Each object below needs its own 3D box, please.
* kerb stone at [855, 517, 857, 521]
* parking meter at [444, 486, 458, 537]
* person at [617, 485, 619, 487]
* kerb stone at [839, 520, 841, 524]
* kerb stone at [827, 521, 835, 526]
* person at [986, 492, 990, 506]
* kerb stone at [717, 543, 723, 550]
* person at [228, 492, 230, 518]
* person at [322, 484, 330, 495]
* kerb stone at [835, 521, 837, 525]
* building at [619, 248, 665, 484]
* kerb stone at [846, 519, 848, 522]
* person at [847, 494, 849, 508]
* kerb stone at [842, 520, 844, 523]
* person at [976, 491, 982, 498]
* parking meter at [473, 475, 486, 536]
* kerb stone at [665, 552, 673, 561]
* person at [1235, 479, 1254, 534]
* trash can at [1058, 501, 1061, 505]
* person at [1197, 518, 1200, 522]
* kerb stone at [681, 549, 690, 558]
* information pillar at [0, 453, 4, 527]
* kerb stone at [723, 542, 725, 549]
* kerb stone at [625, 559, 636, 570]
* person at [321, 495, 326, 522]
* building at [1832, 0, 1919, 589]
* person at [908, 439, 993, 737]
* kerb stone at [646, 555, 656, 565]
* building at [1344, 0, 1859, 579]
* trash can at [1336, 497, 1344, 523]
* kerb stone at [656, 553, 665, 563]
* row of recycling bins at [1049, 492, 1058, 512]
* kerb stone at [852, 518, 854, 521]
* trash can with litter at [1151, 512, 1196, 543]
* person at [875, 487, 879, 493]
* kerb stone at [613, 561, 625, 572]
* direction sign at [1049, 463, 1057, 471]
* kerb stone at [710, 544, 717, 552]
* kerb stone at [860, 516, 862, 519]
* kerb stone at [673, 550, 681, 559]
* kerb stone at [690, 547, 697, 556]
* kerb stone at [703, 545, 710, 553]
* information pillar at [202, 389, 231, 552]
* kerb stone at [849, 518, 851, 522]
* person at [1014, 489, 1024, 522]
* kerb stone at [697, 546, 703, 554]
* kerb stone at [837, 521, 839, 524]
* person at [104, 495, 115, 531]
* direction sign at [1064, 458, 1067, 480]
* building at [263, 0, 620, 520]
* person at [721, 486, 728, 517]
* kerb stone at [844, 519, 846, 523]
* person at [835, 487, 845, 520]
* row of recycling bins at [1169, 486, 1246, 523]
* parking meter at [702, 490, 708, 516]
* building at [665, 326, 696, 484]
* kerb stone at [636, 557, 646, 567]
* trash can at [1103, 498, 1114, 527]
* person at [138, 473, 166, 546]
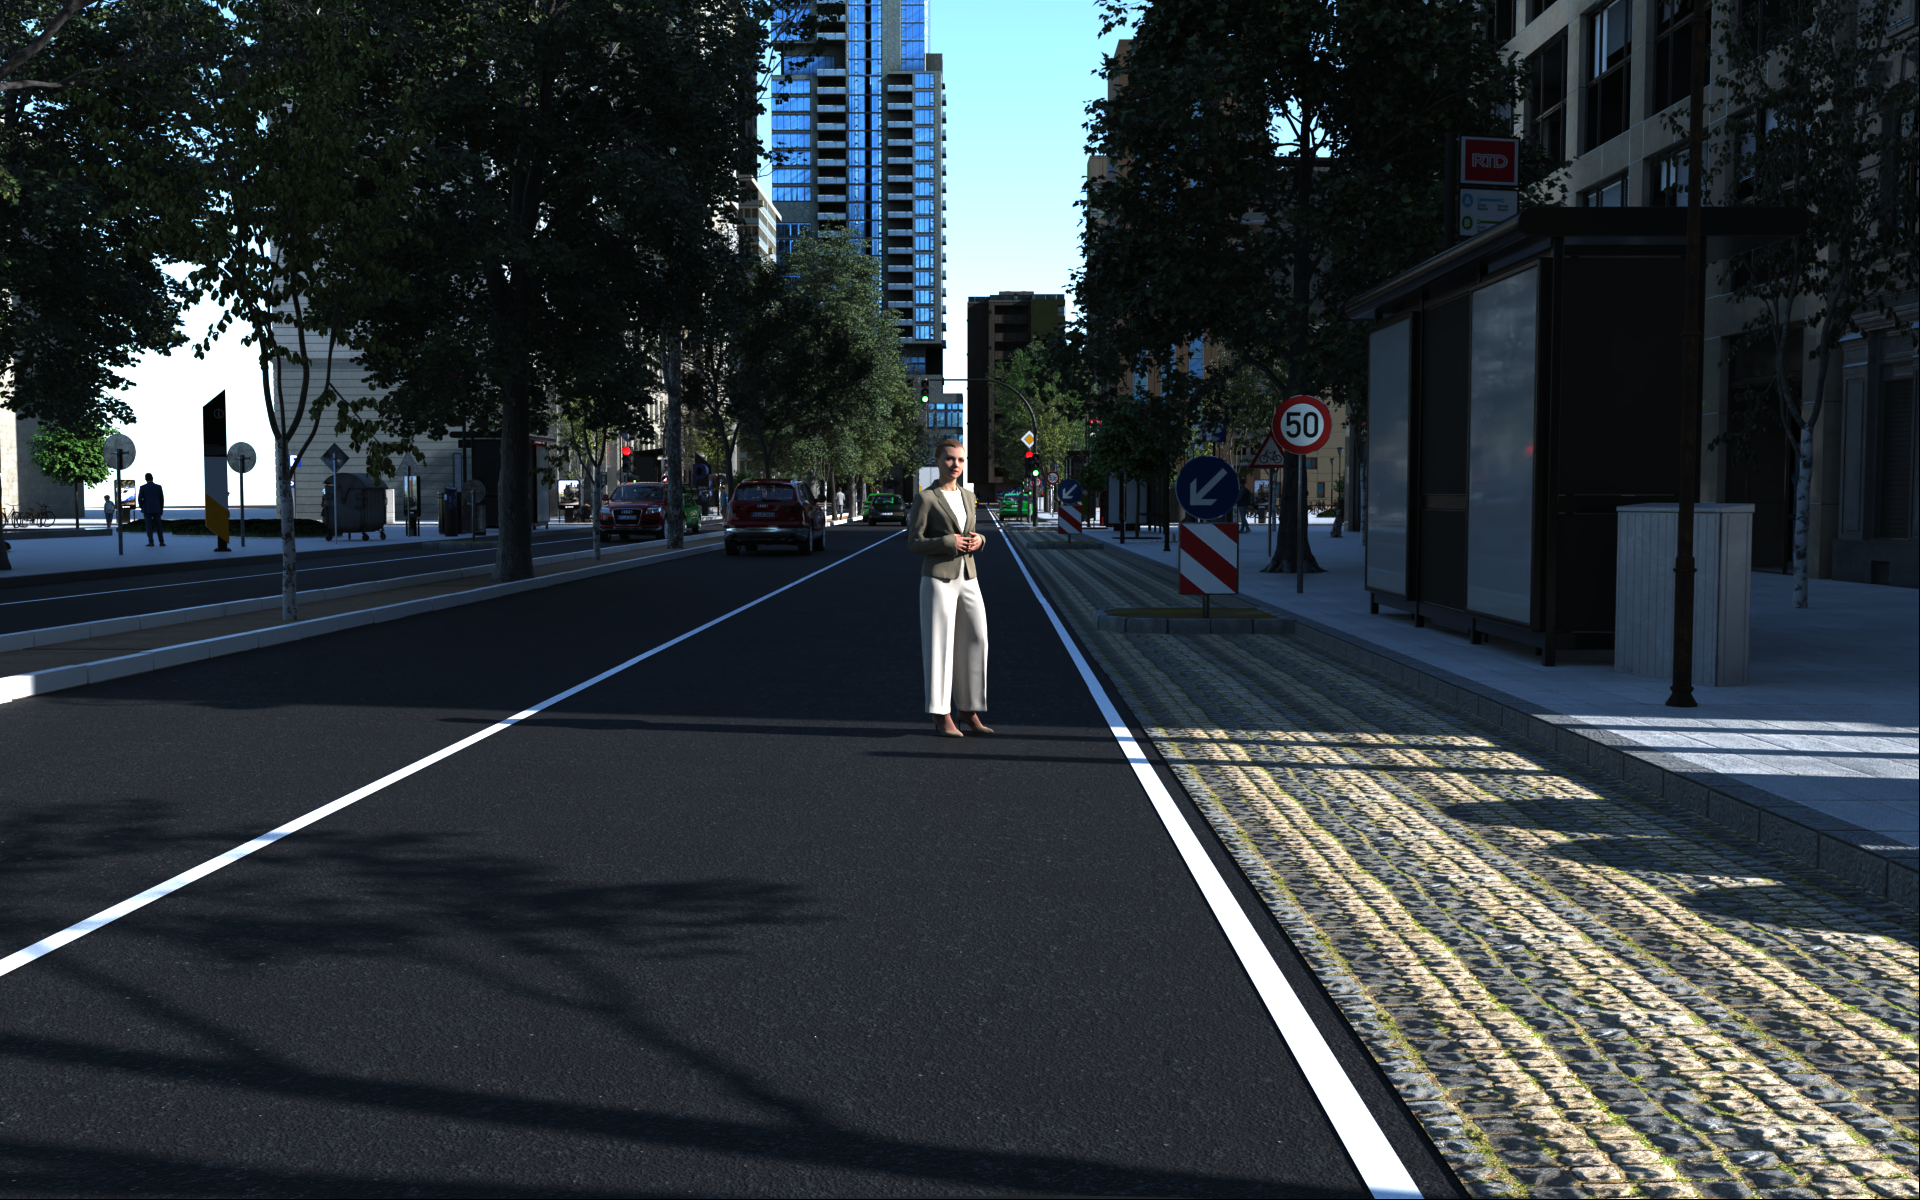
[{"bbox_3d":[-5.726,-4.269,91.986,0.120,0.150,1.000,0,4,1],"label":"kerb stone"},{"bbox_3d":[-15.393,-2.689,52.373,0.372,1.533,0.369,0,3,0],"label":"parking meter"},{"bbox_3d":[-19.457,-5.668,98.956,0.600,1.795,0.529,3,5,39],"label":"person"},{"bbox_3d":[-5.849,-3.642,81.738,0.120,0.150,1.000,0,4,1],"label":"kerb stone"},{"bbox_3d":[-5.882,-3.453,78.656,0.120,0.150,1.000,0,4,1],"label":"kerb stone"},{"bbox_3d":[3.431,-12.591,215.076,0.721,1.743,1.217,-1,4,-19],"label":"person"},{"bbox_3d":[-6.271,-1.351,44.287,0.120,0.150,1.000,0,4,1],"label":"kerb stone"},{"bbox_3d":[-28.153,-3.676,66.104,0.622,1.834,0.822,2,4,35],"label":"person"},{"bbox_3d":[-29.083,-4.504,79.771,0.616,1.811,0.778,0,4,-6],"label":"person"},{"bbox_3d":[-5.872,-3.516,79.688,0.120,0.150,1.000,0,4,1],"label":"kerb stone"},{"bbox_3d":[-27.794,-16.442,123.581,10.420,20.320,16.860,0,4,1],"label":"building"},{"bbox_3d":[-5.792,-3.892,85.827,0.120,0.150,1.000,0,4,1],"label":"kerb stone"},{"bbox_3d":[-11.050,-9.835,172.530,0.599,1.433,0.991,-1,4,-19],"label":"person"},{"bbox_3d":[-5.823,-3.767,83.783,0.120,0.150,1.000,0,4,1],"label":"kerb stone"},{"bbox_3d":[2.423,-13.427,228.058,0.705,1.821,1.348,-2,4,-33],"label":"person"},{"bbox_3d":[-14.870,-2.924,53.517,0.399,1.863,0.255,-1,4,-18],"label":"parking meter"},{"bbox_3d":[-6.350,-0.907,37.111,0.120,0.150,1.000,0,4,1],"label":"kerb stone"},{"bbox_3d":[9.190,-3.049,56.245,0.721,1.781,0.623,1,4,17],"label":"person"},{"bbox_3d":[6.845,-6.354,115.548,0.748,1.137,0.748,0,3,0],"label":"trash can"},{"bbox_3d":[9.709,-3.721,71.151,0.589,1.601,0.330,-1,4,-11],"label":"person"},{"bbox_3d":[-6.314,-1.037,39.158,0.120,0.150,1.000,0,4,1],"label":"kerb stone"},{"bbox_3d":[-37.892,-4.690,68.035,0.183,3.616,0.504,2,4,28],"label":"information pillar"},{"bbox_3d":[-6.252,-1.414,45.309,0.120,0.150,1.000,0,4,1],"label":"kerb stone"},{"bbox_3d":[-6.392,-0.662,33.015,0.120,0.150,1.000,0,4,1],"label":"kerb stone"},{"bbox_3d":[-24.531,-3.443,67.003,0.373,1.253,0.362,0,4,-8],"label":"person"},{"bbox_3d":[17.559,-10.216,16.182,9.793,20.994,18.267,0,4,1],"label":"building"},{"bbox_3d":[-0.040,-0.072,10.227,0.519,1.759,0.362,-3,4,-38],"label":"person"},{"bbox_3d":[-6.369,-0.787,35.066,0.120,0.150,1.000,0,4,1],"label":"kerb stone"},{"bbox_3d":[22.710,-14.532,42.119,19.350,26.468,34.151,0,4,1],"label":"building"},{"bbox_3d":[17.078,-3.988,76.855,0.748,1.137,0.748,0,3,0],"label":"trash can"},{"bbox_3d":[-6.353,-0.850,36.089,0.120,0.150,1.000,0,4,1],"label":"kerb stone"},{"bbox_3d":[7.434,-7.739,133.639,1.069,1.692,3.534,0,4,1],"label":"row of recycling bins"},{"bbox_3d":[-5.752,-4.143,89.937,0.120,0.150,1.000,0,4,1],"label":"kerb stone"},{"bbox_3d":[6.072,-2.101,45.401,1.678,1.210,2.233,-1,4,-12],"label":"trash can with litter"},{"bbox_3d":[-4.485,-5.265,94.858,0.850,1.792,0.678,-1,4,-13],"label":"person"},{"bbox_3d":[-6.406,-0.596,31.988,0.120,0.150,1.000,0,4,1],"label":"kerb stone"},{"bbox_3d":[6.616,-8.165,125.502,0.876,3.537,0.379,-1,4,-17],"label":"direction sign"},{"bbox_3d":[-6.281,-1.288,43.259,0.120,0.150,1.000,0,4,1],"label":"kerb stone"},{"bbox_3d":[-5.692,-4.520,96.103,0.120,0.150,1.000,0,4,1],"label":"kerb stone"},{"bbox_3d":[-6.335,-0.973,38.136,0.120,0.150,1.000,0,4,1],"label":"kerb stone"},{"bbox_3d":[-6.313,-1.100,40.180,0.120,0.150,1.000,0,4,1],"label":"kerb stone"},{"bbox_3d":[-6.290,-1.224,42.237,0.120,0.150,1.000,0,4,1],"label":"kerb stone"},{"bbox_3d":[-16.537,-2.885,38.522,0.504,3.616,0.183,-2,4,-31],"label":"information pillar"},{"bbox_3d":[-5.776,-4.017,87.881,0.120,0.150,1.000,0,4,1],"label":"kerb stone"},{"bbox_3d":[3.032,-4.953,89.757,0.573,1.790,0.520,-1,4,-10],"label":"person"},{"bbox_3d":[-6.308,-1.163,41.209,0.120,0.150,1.000,0,4,1],"label":"kerb stone"},{"bbox_3d":[-5.858,-3.579,80.711,0.120,0.150,1.000,0,4,1],"label":"kerb stone"},{"bbox_3d":[-29.588,-3.029,60.256,0.332,1.250,0.352,1,4,9],"label":"person"},{"bbox_3d":[6.573,-6.775,102.766,0.876,3.537,0.379,3,4,37],"label":"direction sign"},{"bbox_3d":[-28.024,-19.676,99.189,11.434,29.767,29.804,0,4,1],"label":"building"},{"bbox_3d":[-10.699,-4.290,78.985,0.444,1.785,0.601,-1,4,-10],"label":"person"},{"bbox_3d":[-5.810,-3.829,84.805,0.120,0.150,1.000,0,4,1],"label":"kerb stone"},{"bbox_3d":[-6.688,-5.315,95.602,0.606,1.804,0.583,-2,4,-33],"label":"person"},{"bbox_3d":[11.077,-4.301,77.435,3.534,1.692,1.069,-1,4,-11],"label":"row of recycling bins"},{"bbox_3d":[-14.901,-5.676,101.208,0.372,1.533,0.369,0,3,0],"label":"parking meter"},{"bbox_3d":[-27.925,-16.951,141.771,10.561,19.102,19.286,0,4,1],"label":"building"},{"bbox_3d":[-6.380,-0.725,34.044,0.120,0.150,1.000,0,4,1],"label":"kerb stone"},{"bbox_3d":[5.859,-3.384,66.982,0.748,1.137,0.748,0,3,0],"label":"trash can"},{"bbox_3d":[-19.787,-2.215,42.448,0.419,1.800,0.721,3,5,42],"label":"person"}]
